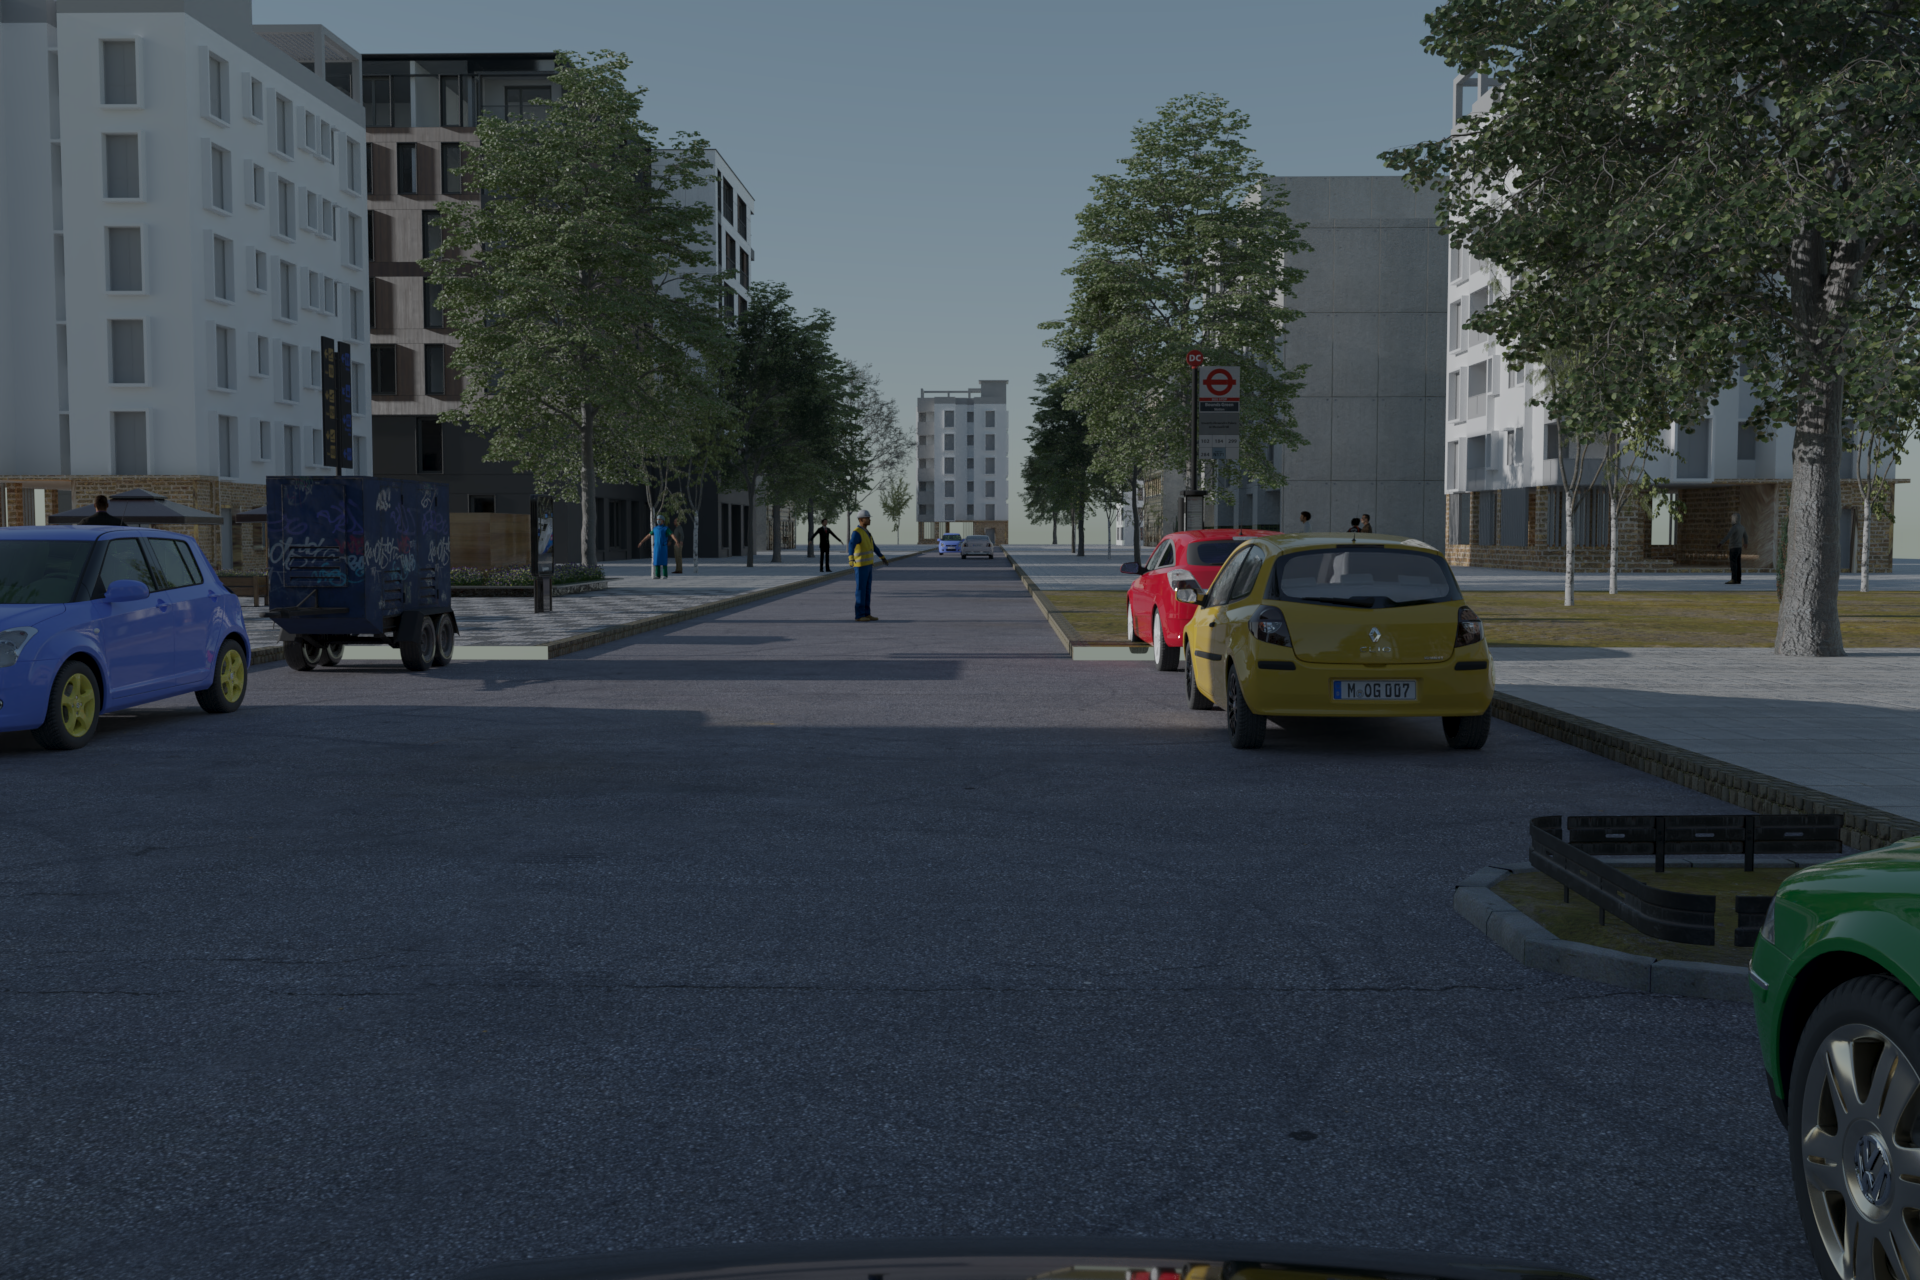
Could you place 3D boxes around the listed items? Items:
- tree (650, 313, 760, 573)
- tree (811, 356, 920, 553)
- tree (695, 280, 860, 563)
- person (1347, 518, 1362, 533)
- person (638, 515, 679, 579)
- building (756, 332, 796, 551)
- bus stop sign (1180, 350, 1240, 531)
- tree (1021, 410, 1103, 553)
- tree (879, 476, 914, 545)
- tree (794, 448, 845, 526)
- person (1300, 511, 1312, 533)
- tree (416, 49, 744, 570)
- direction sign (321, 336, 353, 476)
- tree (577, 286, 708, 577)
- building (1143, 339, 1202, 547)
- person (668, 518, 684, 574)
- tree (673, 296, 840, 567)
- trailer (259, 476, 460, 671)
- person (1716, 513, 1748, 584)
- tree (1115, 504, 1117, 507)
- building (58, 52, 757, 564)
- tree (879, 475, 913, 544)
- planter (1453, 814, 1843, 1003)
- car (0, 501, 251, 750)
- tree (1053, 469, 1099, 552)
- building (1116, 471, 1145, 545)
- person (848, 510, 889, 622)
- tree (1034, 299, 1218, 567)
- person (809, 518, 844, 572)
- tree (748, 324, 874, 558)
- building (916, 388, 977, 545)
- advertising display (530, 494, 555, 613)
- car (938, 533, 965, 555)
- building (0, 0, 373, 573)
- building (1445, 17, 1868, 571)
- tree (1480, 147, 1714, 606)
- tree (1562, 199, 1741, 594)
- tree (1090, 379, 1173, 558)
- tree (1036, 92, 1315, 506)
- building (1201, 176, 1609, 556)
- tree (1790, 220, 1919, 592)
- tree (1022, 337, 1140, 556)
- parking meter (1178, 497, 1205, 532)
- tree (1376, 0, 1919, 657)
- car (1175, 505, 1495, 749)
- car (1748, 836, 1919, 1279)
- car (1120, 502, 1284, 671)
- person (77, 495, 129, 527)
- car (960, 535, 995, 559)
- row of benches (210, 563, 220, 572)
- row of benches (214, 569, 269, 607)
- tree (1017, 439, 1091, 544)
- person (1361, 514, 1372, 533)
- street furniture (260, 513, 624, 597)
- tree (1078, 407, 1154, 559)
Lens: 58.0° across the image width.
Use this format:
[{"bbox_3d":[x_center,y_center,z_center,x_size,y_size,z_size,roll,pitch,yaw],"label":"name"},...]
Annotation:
[{"bbox_3d":[-8.708,-6.529,57.116,4.737,8.622,4.395,0,3,0],"label":"tree"},{"bbox_3d":[-7.591,-12.757,118.939,12.009,13.543,11.850,0,3,0],"label":"tree"},{"bbox_3d":[-8.407,-9.796,78.299,7.486,12.596,7.792,0,3,0],"label":"tree"},{"bbox_3d":[13.196,-3.152,57.675,1.345,1.843,0.704,3,5,42],"label":"person"},{"bbox_3d":[-8.494,-2.627,49.081,1.347,1.817,0.704,1,4,23],"label":"person"},{"bbox_3d":[-23.872,-19.046,142.334,19.493,23.208,18.063,0,4,1],"label":"building"},{"bbox_3d":[3.622,-2.231,25.184,0.855,3.939,0.416,0,4,2],"label":"bus stop sign"},{"bbox_3d":[7.319,-11.090,115.729,7.601,10.594,8.767,-3,4,-36],"label":"tree"},{"bbox_3d":[-7.796,-15.975,211.555,4.737,8.622,4.395,0,3,0],"label":"tree"},{"bbox_3d":[-18.136,-18.646,211.514,9.857,13.997,8.962,0,3,0],"label":"tree"},{"bbox_3d":[7.905,-2.056,39.802,0.705,1.806,1.347,1,4,14],"label":"person"},{"bbox_3d":[-8.835,-7.499,40.740,7.486,12.596,7.792,0,3,0],"label":"tree"},{"bbox_3d":[-7.280,-1.732,20.308,0.379,3.537,0.876,0,3,0],"label":"direction sign"},{"bbox_3d":[-8.958,-6.167,51.196,4.360,8.622,3.978,0,3,0],"label":"tree"},{"bbox_3d":[28.088,-20.671,168.906,19.493,23.208,18.063,0,4,1],"label":"building"},{"bbox_3d":[-9.165,-3.051,56.148,0.705,1.796,1.348,-2,4,-27],"label":"person"},{"bbox_3d":[-7.877,-8.113,67.054,7.601,10.594,8.767,-3,5,-43],"label":"tree"},{"bbox_3d":[-6.291,-0.652,17.708,1.471,1.999,3.904,0,4,1],"label":"trailer"},{"bbox_3d":[19.799,-2.333,44.272,1.348,1.813,0.705,-3,4,-36],"label":"person"},{"bbox_3d":[22.620,-17.085,213.750,7.601,10.594,8.767,0,4,-1],"label":"tree"},{"bbox_3d":[-26.911,-15.073,90.417,27.936,21.610,32.646,0,4,2],"label":"building"},{"bbox_3d":[-7.980,-16.253,216.095,4.737,8.622,4.395,0,3,0],"label":"tree"},{"bbox_3d":[2.872,0.913,6.211,1.991,0.319,1.994,0,4,1],"label":"planter"},{"bbox_3d":[-6.677,-0.185,12.614,1.945,1.707,3.694,0,4,1],"label":"car"},{"bbox_3d":[8.492,-10.630,124.169,4.737,8.622,4.395,0,3,0],"label":"tree"},{"bbox_3d":[22.875,-15.416,194.190,9.099,9.664,28.070,0,4,1],"label":"building"},{"bbox_3d":[-1.556,-1.227,28.493,0.705,1.833,1.349,1,4,23],"label":"person"},{"bbox_3d":[6.178,-7.871,63.096,7.601,10.594,8.767,0,4,0],"label":"tree"},{"bbox_3d":[-4.551,-3.196,58.440,1.347,1.806,0.705,-2,4,-34],"label":"person"},{"bbox_3d":[-8.554,-10.759,94.043,7.486,12.596,7.792,0,3,0],"label":"tree"},{"bbox_3d":[-4.968,-21.843,216.006,11.380,20.090,16.016,0,4,-8],"label":"building"},{"bbox_3d":[-6.841,-1.417,28.390,0.123,1.923,0.974,0,4,2],"label":"advertising display"},{"bbox_3d":[-0.560,-6.661,118.495,1.945,1.707,3.694,0,4,1],"label":"car"},{"bbox_3d":[-28.403,-12.154,55.144,16.016,20.090,11.380,0,4,1],"label":"building"},{"bbox_3d":[25.117,-13.036,69.559,16.016,20.090,11.380,0,4,1],"label":"building"},{"bbox_3d":[10.947,-4.937,31.088,4.360,8.622,3.978,0,3,0],"label":"tree"},{"bbox_3d":[14.159,-5.286,36.781,4.737,8.622,4.395,0,3,0],"label":"tree"},{"bbox_3d":[7.538,-7.405,71.442,4.360,8.622,3.978,0,3,0],"label":"tree"},{"bbox_3d":[5.742,-7.784,45.399,7.486,12.596,7.792,0,3,0],"label":"tree"},{"bbox_3d":[23.401,-13.930,94.215,16.747,18.905,31.486,0,4,1],"label":"building"},{"bbox_3d":[20.355,-5.372,38.194,4.737,8.622,4.395,0,3,0],"label":"tree"},{"bbox_3d":[7.189,-11.105,99.689,7.486,12.596,7.792,0,3,0],"label":"tree"},{"bbox_3d":[3.667,-1.332,27.493,0.399,1.863,0.255,0,4,0],"label":"parking meter"},{"bbox_3d":[8.971,-6.816,18.091,9.857,13.997,8.962,0,3,0],"label":"tree"},{"bbox_3d":[2.681,-0.168,12.970,2.015,1.641,3.980,0,4,1],"label":"car"},{"bbox_3d":[2.439,0.441,1.588,1.959,1.807,4.718,0,3,0],"label":"car"},{"bbox_3d":[2.934,-0.645,19.580,2.155,1.783,4.494,0,4,0],"label":"car"},{"bbox_3d":[-11.437,-1.033,23.117,1.346,1.802,0.704,-2,4,-25],"label":"person"},{"bbox_3d":[1.009,-5.383,100.369,2.083,1.381,4.827,0,4,1],"label":"car"},{"bbox_3d":[-18.936,-1.483,39.710,4.104,0.672,1.422,1,4,15],"label":"row of benches"},{"bbox_3d":[-12.782,-0.929,30.657,4.104,0.672,1.422,0,4,-4],"label":"row of benches"},{"bbox_3d":[11.956,-18.913,215.876,9.857,13.997,8.962,0,3,0],"label":"tree"},{"bbox_3d":[10.657,-2.415,45.629,0.704,1.812,1.346,1,4,10],"label":"person"},{"bbox_3d":[-11.094,-1.856,37.205,11.010,1.723,9.812,0,4,0],"label":"street furniture"},{"bbox_3d":[7.470,-8.402,87.731,4.360,8.622,3.978,0,3,0],"label":"tree"}]
